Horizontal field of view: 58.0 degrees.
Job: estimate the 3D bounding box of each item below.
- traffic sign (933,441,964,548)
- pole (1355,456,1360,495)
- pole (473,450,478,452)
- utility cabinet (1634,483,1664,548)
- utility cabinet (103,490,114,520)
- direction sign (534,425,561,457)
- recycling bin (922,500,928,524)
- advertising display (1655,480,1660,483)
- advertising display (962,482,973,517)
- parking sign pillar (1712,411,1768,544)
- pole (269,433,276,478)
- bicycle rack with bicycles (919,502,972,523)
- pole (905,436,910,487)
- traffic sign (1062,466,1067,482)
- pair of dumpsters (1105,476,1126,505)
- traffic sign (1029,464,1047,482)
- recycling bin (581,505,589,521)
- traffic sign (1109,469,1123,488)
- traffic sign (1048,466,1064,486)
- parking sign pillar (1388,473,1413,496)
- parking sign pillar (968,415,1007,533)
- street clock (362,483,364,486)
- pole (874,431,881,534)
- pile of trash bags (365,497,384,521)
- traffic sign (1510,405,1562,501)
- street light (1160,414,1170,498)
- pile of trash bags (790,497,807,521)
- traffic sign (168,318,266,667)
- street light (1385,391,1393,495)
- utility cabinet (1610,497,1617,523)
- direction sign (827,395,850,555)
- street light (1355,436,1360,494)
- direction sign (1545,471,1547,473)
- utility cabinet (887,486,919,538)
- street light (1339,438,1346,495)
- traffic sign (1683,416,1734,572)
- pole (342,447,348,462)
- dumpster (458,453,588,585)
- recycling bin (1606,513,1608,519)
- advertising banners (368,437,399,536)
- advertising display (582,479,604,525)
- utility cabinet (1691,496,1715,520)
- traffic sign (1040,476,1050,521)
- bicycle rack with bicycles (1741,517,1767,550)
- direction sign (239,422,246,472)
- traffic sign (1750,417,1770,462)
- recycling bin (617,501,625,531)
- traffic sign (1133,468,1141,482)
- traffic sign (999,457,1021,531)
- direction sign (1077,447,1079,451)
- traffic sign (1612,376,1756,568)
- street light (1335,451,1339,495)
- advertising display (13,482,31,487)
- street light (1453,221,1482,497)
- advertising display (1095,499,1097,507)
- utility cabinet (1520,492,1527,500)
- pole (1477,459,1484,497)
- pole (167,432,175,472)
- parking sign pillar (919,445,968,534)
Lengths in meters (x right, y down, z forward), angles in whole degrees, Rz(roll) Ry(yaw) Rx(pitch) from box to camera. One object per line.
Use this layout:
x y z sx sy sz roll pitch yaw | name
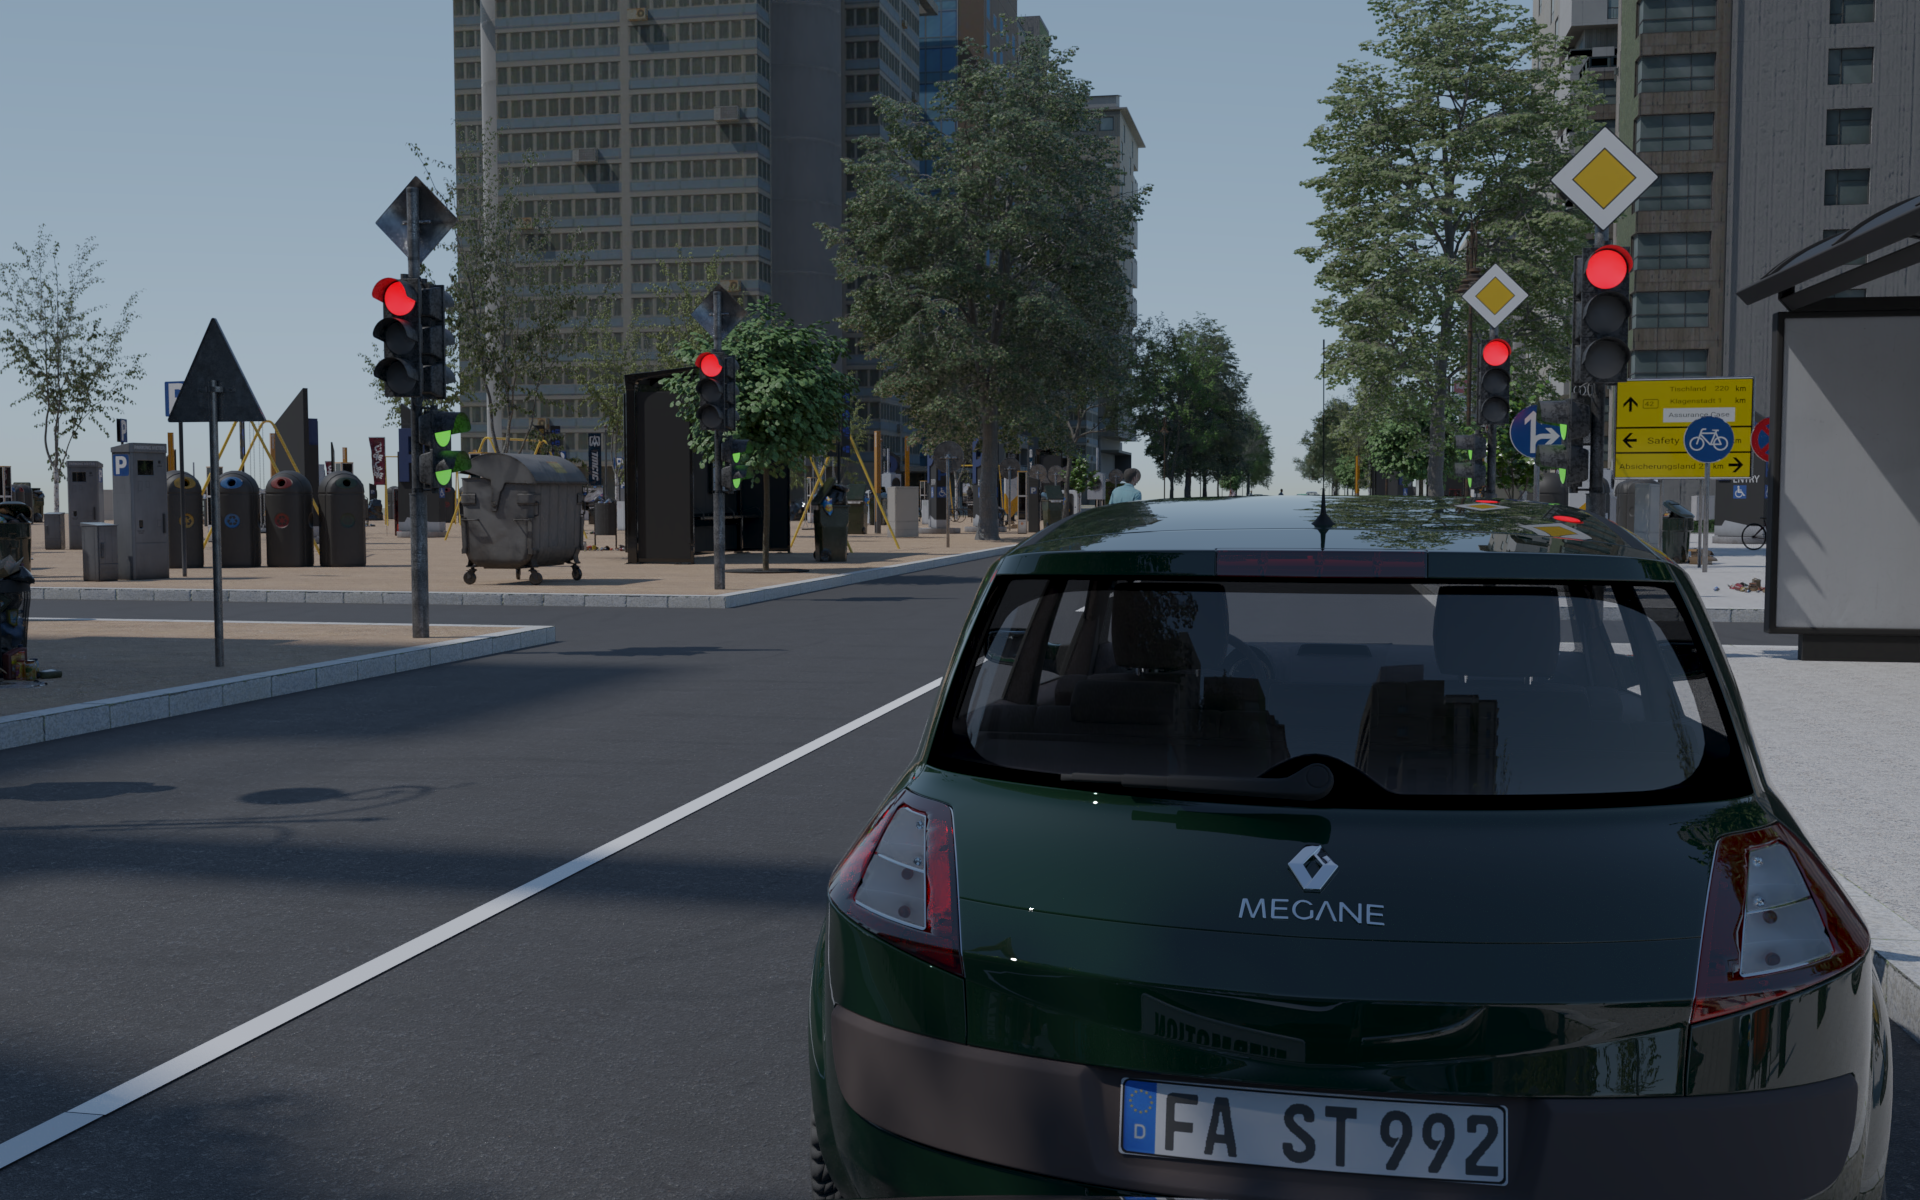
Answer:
-0.288 -2.532 41.505 0.768 2.556 0.104 1 4 15 | traffic sign
21.292 -6.050 92.759 0.158 3.312 0.155 0 3 0 | pole
-22.339 -5.269 79.984 0.158 3.312 0.155 0 3 0 | pole
14.607 -1.714 36.701 0.318 1.500 1.173 0 4 8 | utility cabinet
-41.641 -4.636 84.473 0.318 1.500 1.173 0 4 -2 | utility cabinet
-13.614 -3.990 57.238 0.876 3.537 0.379 -2 4 -32 | direction sign
-1.151 -3.729 73.525 0.722 1.027 0.722 2 4 26 | recycling bin
25.390 -3.606 64.164 0.974 1.923 0.123 3 5 40 | advertising display
0.596 -5.499 95.117 0.974 1.923 0.123 1 4 9 | advertising display
20.287 -3.446 44.808 1.447 3.967 1.447 -3 4 -39 | parking sign pillar
-22.981 -3.922 57.964 0.158 3.312 0.155 0 3 0 | pole
-0.850 -3.978 78.428 2.925 0.926 2.852 -2 4 -25 | bicycle rack with bicycles
-1.862 -4.122 61.231 0.158 3.312 0.155 0 3 0 | pole
4.861 -4.768 78.060 0.768 2.556 0.104 1 4 14 | traffic sign
8.297 -5.515 92.666 1.574 2.255 4.437 1 4 12 | pair of dumpsters
3.308 -4.510 73.852 0.768 2.556 0.104 1 4 15 | traffic sign
-18.351 -4.383 84.221 0.722 1.027 0.722 -2 4 -25 | recycling bin
7.940 -5.395 88.320 0.768 2.556 0.104 1 4 16 | traffic sign
4.272 -4.724 77.337 0.768 2.556 0.104 1 4 17 | traffic sign
17.531 -4.917 68.867 1.447 3.967 1.447 3 5 41 | parking sign pillar
0.867 -4.270 58.293 1.447 3.967 1.447 -1 4 -21 | parking sign pillar
-36.531 -6.166 105.390 0.471 2.002 0.358 -2 4 -32 | street clock
-2.669 -3.810 56.139 0.158 3.312 0.155 0 3 0 | pole
-28.806 -4.500 83.321 1.912 1.369 3.447 -1 4 -11 | pile of trash bags
8.260 -1.511 24.817 0.768 2.556 0.104 1 4 16 | traffic sign
11.664 -7.702 98.707 0.468 5.910 1.993 1 4 11 | street light
-8.771 -4.530 83.823 3.447 1.369 1.912 3 4 37 | pile of trash bags
-5.510 -0.784 12.816 0.884 2.594 0.081 1 4 19 | traffic sign
15.260 -5.449 61.883 0.468 5.910 1.993 1 4 11 | street light
16.517 -2.053 44.732 1.020 1.237 0.306 -2 4 -35 | utility cabinet
-2.549 -2.719 36.452 0.379 3.537 0.876 2 4 28 | direction sign
23.723 -8.015 103.826 0.468 5.910 1.993 1 4 11 | street light
15.714 -3.331 46.467 0.876 3.537 0.379 -2 4 -26 | direction sign
-1.677 -2.574 50.770 0.318 1.500 1.173 2 4 34 | utility cabinet
30.314 -10.003 136.339 0.468 5.910 1.993 1 4 11 | street light
12.197 -1.724 28.286 0.768 2.556 0.104 1 4 13 | traffic sign
-26.766 -4.991 75.444 0.158 3.312 0.155 0 3 0 | pole
-6.320 -1.180 25.059 1.264 1.857 1.865 1 4 11 | dumpster
8.098 -0.643 23.061 0.722 1.027 0.722 -2 4 -30 | recycling bin
-17.042 -3.472 52.957 2.074 3.025 0.090 0 4 3 | advertising banners
-15.476 -4.145 72.981 0.974 1.923 0.123 -3 4 -38 | advertising display
29.559 -3.534 68.945 1.020 1.237 0.306 -2 4 -28 | utility cabinet
3.838 -5.039 82.389 0.884 2.594 0.081 1 4 20 | traffic sign
19.562 -1.562 38.921 2.852 0.926 2.925 -2 4 -27 | bicycle rack with bicycles
-15.858 -2.833 38.313 0.379 3.537 0.876 -2 4 -28 | direction sign
13.254 -1.719 28.212 0.768 2.556 0.104 1 4 12 | traffic sign
-11.584 -2.966 61.049 0.722 1.027 0.722 3 4 36 | recycling bin
8.439 -5.158 84.434 0.768 2.556 0.104 1 4 18 | traffic sign
1.727 -3.679 60.251 0.768 2.556 0.104 1 4 15 | traffic sign
5.702 -5.631 84.063 0.379 3.537 0.876 1 4 8 | direction sign
12.602 -2.224 30.238 2.265 3.308 0.079 1 4 19 | traffic sign
37.018 -12.008 169.117 0.468 5.910 1.993 1 4 11 | street light
-50.707 -5.411 93.676 0.974 1.923 0.123 0 4 7 | advertising display
8.711 -3.477 29.634 0.468 5.910 1.993 1 4 11 | street light
6.893 -4.919 85.637 0.123 1.923 0.974 -1 4 -15 | advertising display
18.555 -2.863 55.484 1.173 1.500 0.318 0 4 2 | utility cabinet
18.746 -4.191 62.359 0.158 3.312 0.155 0 3 0 | pole
-26.081 -3.882 57.313 0.158 3.312 0.155 0 3 0 | pole
-0.701 -4.138 56.128 1.447 3.967 1.447 -1 4 -12 | parking sign pillar
